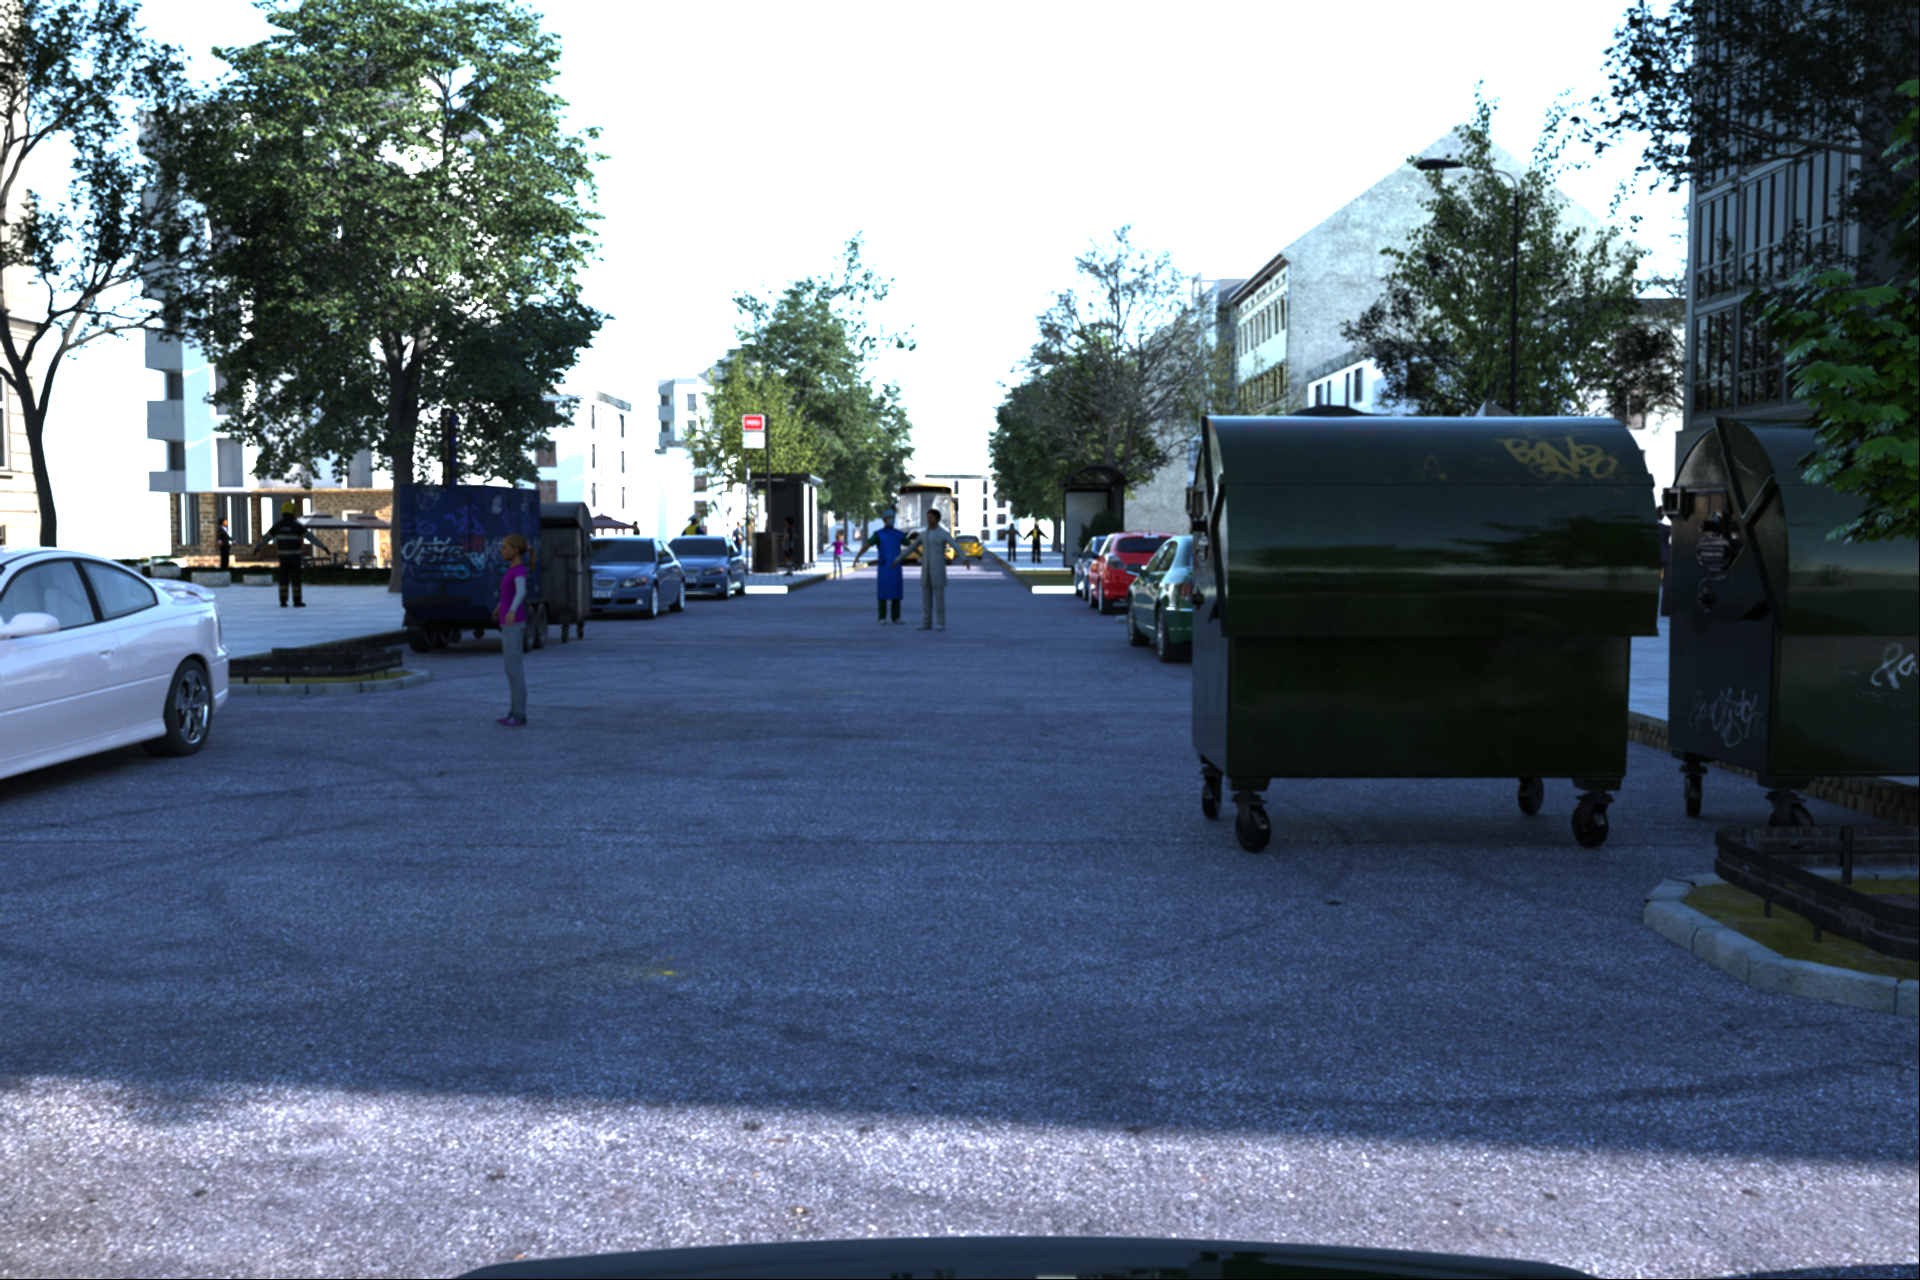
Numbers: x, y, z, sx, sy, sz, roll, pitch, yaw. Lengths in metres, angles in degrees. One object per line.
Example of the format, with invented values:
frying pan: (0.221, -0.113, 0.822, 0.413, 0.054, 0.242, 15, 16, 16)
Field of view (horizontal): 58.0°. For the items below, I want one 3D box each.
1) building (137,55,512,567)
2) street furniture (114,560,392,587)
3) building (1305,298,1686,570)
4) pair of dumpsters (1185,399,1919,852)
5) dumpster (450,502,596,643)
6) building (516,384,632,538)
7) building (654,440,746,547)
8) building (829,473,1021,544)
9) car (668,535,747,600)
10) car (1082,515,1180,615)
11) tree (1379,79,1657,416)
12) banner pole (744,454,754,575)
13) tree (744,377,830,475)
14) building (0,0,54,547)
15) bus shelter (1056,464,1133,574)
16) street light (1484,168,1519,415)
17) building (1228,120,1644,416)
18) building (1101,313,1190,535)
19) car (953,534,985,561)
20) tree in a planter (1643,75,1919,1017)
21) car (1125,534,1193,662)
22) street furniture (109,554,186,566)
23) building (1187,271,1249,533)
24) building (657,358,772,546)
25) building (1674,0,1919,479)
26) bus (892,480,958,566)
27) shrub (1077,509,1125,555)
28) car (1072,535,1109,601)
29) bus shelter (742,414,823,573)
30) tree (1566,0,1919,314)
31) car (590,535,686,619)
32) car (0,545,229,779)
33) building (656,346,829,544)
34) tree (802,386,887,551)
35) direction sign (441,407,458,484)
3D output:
building: (-26.490, -13.059, 69.929, 16.016, 20.090, 11.380, 0, 3, 0)
street furniture: (-17.066, -1.773, 44.615, 10.072, 0.657, 5.734, -1, 4, -14)
building: (22.419, -8.166, 75.656, 9.099, 9.664, 28.070, 0, 4, 0)
pair of dumpsters: (3.314, -0.205, 8.295, 4.436, 2.255, 1.574, 0, 4, -1)
dumpster: (-5.898, -0.914, 23.167, 1.865, 1.857, 1.264, 0, 3, 0)
building: (-25.508, -10.321, 110.901, 9.099, 9.664, 28.070, 0, 4, 0)
building: (-25.348, -13.893, 169.293, 9.099, 9.664, 28.070, 0, 4, 1)
building: (-5.476, -17.907, 237.383, 28.070, 9.664, 9.099, -1, 4, -9)
car: (-5.888, -1.664, 39.210, 2.014, 1.417, 4.499, 0, 4, 0)
car: (3.387, -1.422, 32.286, 2.155, 1.783, 4.494, 0, 4, 0)
tree: (9.206, -4.798, 28.806, 4.737, 8.622, 4.395, 0, 3, 0)
banner pole: (-6.690, -3.953, 54.653, 0.401, 3.779, 0.863, 0, 4, 2)
tree: (-8.339, -7.979, 80.827, 4.737, 8.622, 4.395, 0, 3, 0)
building: (-31.813, -12.183, 31.212, 16.112, 23.069, 30.059, 0, 4, 1)
bus shelter: (4.055, -3.610, 52.941, 2.014, 3.302, 5.546, 0, 4, 1)
street light: (7.431, -2.999, 21.583, 1.470, 5.913, 1.316, 0, 4, 0)
building: (26.822, -16.559, 101.672, 19.493, 23.208, 18.063, 0, 4, 0)
building: (23.004, -20.490, 165.940, 19.493, 23.208, 18.063, 0, 4, 0)
car: (0.360, -5.197, 95.191, 2.015, 1.641, 3.980, 0, 4, 0)
tree in a planter: (3.502, -0.529, 5.875, 1.991, 3.239, 1.994, 0, 4, 1)
car: (3.110, -0.549, 20.769, 2.131, 1.459, 4.920, 0, 4, -1)
street furniture: (-28.508, -2.471, 56.029, 5.734, 0.657, 10.072, -2, 4, -35)
building: (21.797, -16.456, 125.483, 16.016, 20.090, 11.380, 0, 4, 0)
building: (-26.531, -20.252, 187.531, 16.016, 20.090, 11.380, 0, 3, 0)
building: (26.802, -13.113, 33.468, 14.314, 24.678, 30.058, 0, 4, 1)
bus: (-1.547, -5.537, 82.082, 2.896, 3.916, 12.252, 0, 4, 0)
shrub: (4.014, -2.636, 47.514, 1.690, 2.028, 1.600, 0, 3, 0)
car: (3.510, -1.611, 38.336, 2.014, 1.417, 4.499, 0, 3, 0)
bus shelter: (-6.215, -5.081, 60.714, 2.179, 5.291, 8.768, 0, 4, 0)
tree: (9.130, -4.904, 14.599, 8.767, 10.594, 7.601, 3, 5, 42)
car: (-5.984, -1.142, 30.667, 2.014, 1.417, 4.499, 0, 4, 0)
car: (-5.895, 0.151, 9.895, 2.083, 1.381, 4.827, 0, 4, 0)
building: (-25.961, -23.314, 212.109, 19.493, 23.208, 18.063, 0, 4, -1)
tree: (-9.154, -13.102, 132.340, 7.486, 12.596, 7.792, 0, 3, 0)
direction sign: (-9.220, -2.406, 31.336, 0.379, 3.537, 0.876, 0, 4, -1)
